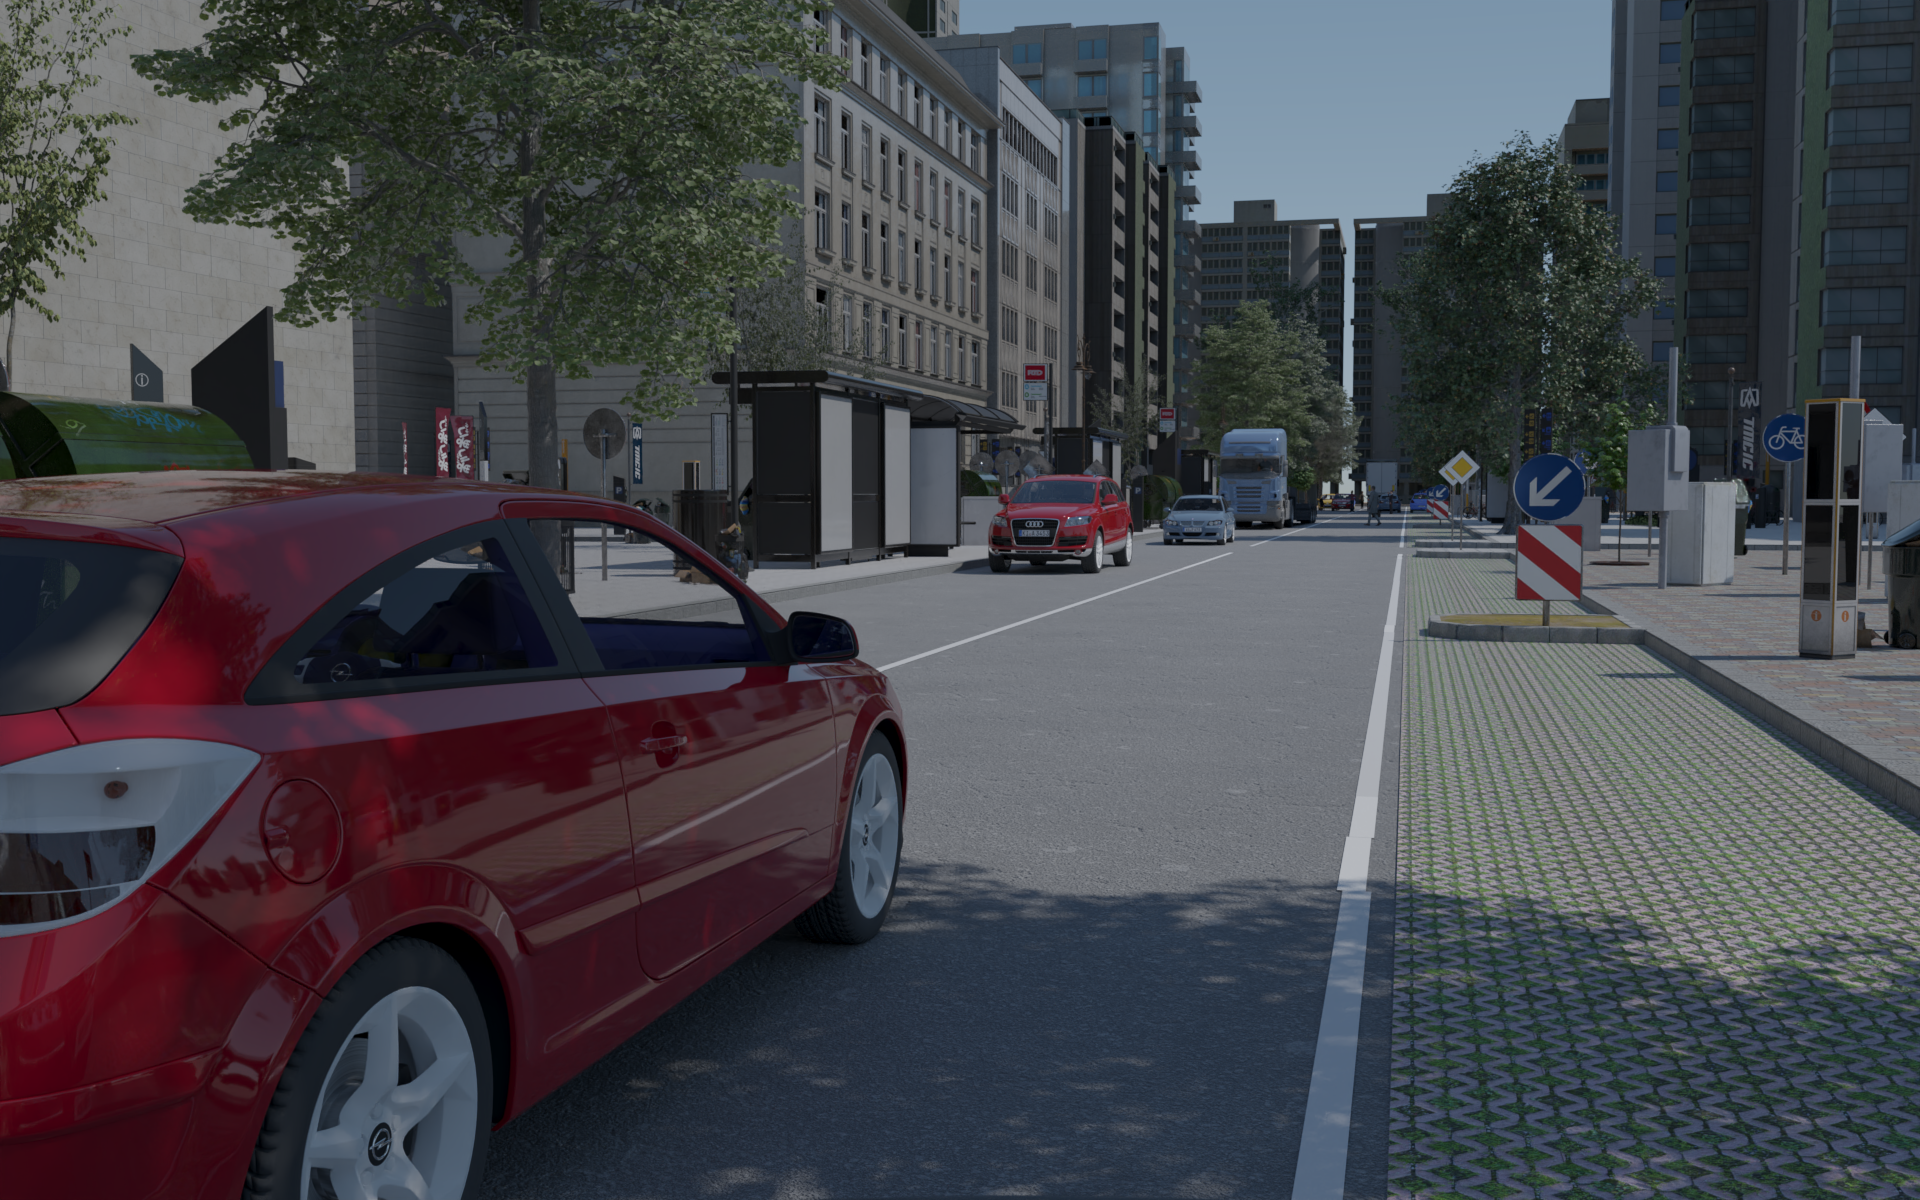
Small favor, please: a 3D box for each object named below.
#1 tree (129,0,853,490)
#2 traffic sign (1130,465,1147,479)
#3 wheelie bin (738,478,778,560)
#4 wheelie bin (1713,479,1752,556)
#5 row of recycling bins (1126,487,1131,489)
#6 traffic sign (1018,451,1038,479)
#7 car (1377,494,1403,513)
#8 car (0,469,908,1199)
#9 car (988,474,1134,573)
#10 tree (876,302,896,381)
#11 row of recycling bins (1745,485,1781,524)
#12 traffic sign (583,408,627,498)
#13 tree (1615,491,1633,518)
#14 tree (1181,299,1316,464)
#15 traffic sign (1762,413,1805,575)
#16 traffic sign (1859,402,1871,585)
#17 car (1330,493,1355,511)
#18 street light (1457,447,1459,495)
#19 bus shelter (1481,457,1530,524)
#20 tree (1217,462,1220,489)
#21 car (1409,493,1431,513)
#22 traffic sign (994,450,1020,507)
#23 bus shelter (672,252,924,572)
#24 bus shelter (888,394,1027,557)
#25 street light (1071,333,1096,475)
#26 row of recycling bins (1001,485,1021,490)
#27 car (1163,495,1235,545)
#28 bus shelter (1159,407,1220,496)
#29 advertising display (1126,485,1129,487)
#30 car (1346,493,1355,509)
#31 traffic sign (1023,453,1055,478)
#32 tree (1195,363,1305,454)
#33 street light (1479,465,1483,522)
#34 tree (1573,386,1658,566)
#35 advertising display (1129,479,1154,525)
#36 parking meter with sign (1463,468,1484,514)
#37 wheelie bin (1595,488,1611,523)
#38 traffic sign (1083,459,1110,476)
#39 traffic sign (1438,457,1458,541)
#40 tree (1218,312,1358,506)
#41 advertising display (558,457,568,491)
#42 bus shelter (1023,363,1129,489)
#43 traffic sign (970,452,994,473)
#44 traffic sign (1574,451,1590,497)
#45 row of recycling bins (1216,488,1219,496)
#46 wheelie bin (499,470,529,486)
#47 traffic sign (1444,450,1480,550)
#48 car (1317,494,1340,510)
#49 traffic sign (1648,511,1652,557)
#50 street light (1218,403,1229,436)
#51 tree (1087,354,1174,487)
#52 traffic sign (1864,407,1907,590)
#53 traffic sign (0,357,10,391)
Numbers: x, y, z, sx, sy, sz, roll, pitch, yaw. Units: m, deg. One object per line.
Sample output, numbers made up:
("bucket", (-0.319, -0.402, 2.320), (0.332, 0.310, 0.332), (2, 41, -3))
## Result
("tree", (-4.892, -6.179, 19.162), (7.486, 12.596, 7.792), (0, 3, 0))
("traffic sign", (7.828, -4.641, 75.981), (0.768, 2.556, 0.104), (1, 4, 16))
("wheelie bin", (-3.920, -1.579, 33.722), (0.693, 1.594, 0.980), (1, 4, 16))
("wheelie bin", (16.035, -1.735, 36.279), (0.980, 1.594, 0.693), (0, 4, -7))
("row of recycling bins", (9.712, -5.589, 98.498), (1.069, 1.692, 3.534), (3, 4, 38))
("traffic sign", (2.034, -3.104, 50.850), (0.768, 2.556, 0.104), (1, 4, 19))
("car", (33.029, -7.415, 133.240), (2.014, 1.417, 4.499), (1, 4, 15))
("car", (-1.437, 0.278, 4.496), (2.155, 1.783, 4.494), (1, 4, 14))
("car", (2.000, -1.495, 33.113), (2.281, 1.827, 5.304), (1, 4, 15))
("tree", (-4.268, -6.286, 53.143), (4.360, 8.622, 3.978), (0, 3, 0))
("row of recycling bins", (33.912, -4.176, 75.390), (3.534, 1.692, 1.069), (0, 4, -7))
("traffic sign", (-5.264, -1.558, 25.586), (0.768, 2.556, 0.104), (2, 4, 24))
("tree", (36.220, -6.711, 93.432), (4.285, 4.588, 4.351), (0, 3, 0))
("tree", (16.797, -11.173, 100.804), (7.486, 12.596, 7.792), (0, 3, 0))
("traffic sign", (13.117, -1.673, 27.461), (0.768, 2.556, 0.104), (1, 4, 20))
("traffic sign", (12.649, -1.487, 24.318), (0.884, 2.594, 0.081), (1, 4, 23))
("car", (32.321, -8.396, 146.314), (2.155, 1.783, 4.494), (1, 4, 14))
("street light", (34.080, -8.913, 118.510), (0.468, 5.910, 1.993), (1, 4, 14))
("bus shelter", (23.087, -4.835, 72.979), (2.014, 3.302, 5.546), (1, 4, 14))
("tree", (14.302, -5.978, 92.344), (1.663, 3.219, 1.824), (0, 3, 0))
("car", (35.004, -7.445, 131.319), (1.945, 1.707, 3.694), (1, 4, 15))
("traffic sign", (1.346, -3.059, 50.125), (0.768, 2.556, 0.104), (1, 4, 20))
("bus shelter", (-2.871, -3.257, 30.880), (2.179, 5.291, 8.768), (1, 4, 14))
("bus shelter", (-0.130, -2.684, 37.815), (2.014, 3.302, 5.546), (1, 4, 15))
("street light", (3.560, -4.721, 49.981), (0.468, 5.910, 1.993), (1, 4, 14))
("row of recycling bins", (2.515, -4.210, 75.949), (1.069, 1.692, 3.534), (-1, 4, -20))
("car", (6.945, -2.327, 50.054), (2.014, 1.417, 4.499), (1, 4, 14))
("bus shelter", (10.971, -6.437, 82.876), (2.179, 5.291, 8.768), (1, 4, 14))
("advertising display", (11.841, -7.274, 124.136), (0.974, 1.923, 0.123), (2, 4, 28))
("car", (36.621, -9.484, 164.651), (1.945, 1.707, 3.694), (1, 4, 16))
("traffic sign", (1.912, -2.345, 41.978), (0.795, 2.450, 0.064), (1, 4, 14))
("tree", (18.618, -10.779, 110.643), (7.601, 10.594, 8.767), (-1, 4, -20))
("street light", (24.273, -6.589, 80.522), (0.468, 5.910, 1.993), (1, 4, 14))
("tree", (11.876, -2.251, 31.409), (1.663, 3.219, 1.824), (0, 3, 0))
("advertising display", (7.642, -4.099, 72.226), (0.974, 1.923, 0.123), (0, 4, -8))
("parking meter with sign", (33.399, -7.181, 113.676), (1.738, 3.016, 0.543), (0, 4, -6))
("wheelie bin", (28.016, -4.154, 75.818), (0.693, 1.594, 0.980), (-3, 5, -40))
("traffic sign", (3.913, -2.818, 49.709), (0.795, 2.450, 0.064), (1, 4, 14))
("traffic sign", (13.439, -2.666, 47.232), (0.795, 2.450, 0.064), (1, 4, 14))
("tree", (22.032, -13.216, 122.743), (9.857, 13.997, 8.962), (0, 3, 0))
("advertising display", (-7.185, -1.552, 30.586), (0.123, 1.923, 0.974), (-3, 4, -37))
("bus shelter", (3.652, -4.771, 55.639), (2.179, 5.291, 8.768), (1, 4, 14))
("traffic sign", (0.641, -3.222, 52.779), (0.768, 2.556, 0.104), (1, 4, 15))
("traffic sign", (17.039, -2.865, 46.954), (0.768, 2.556, 0.104), (1, 4, 22))
("row of recycling bins", (16.830, -6.038, 105.837), (1.069, 1.692, 3.534), (-2, 4, -30))
("wheelie bin", (-5.774, -0.904, 22.690), (0.980, 1.594, 0.693), (3, 5, 43))
("traffic sign", (11.438, -2.193, 39.501), (0.795, 2.450, 0.064), (1, 4, 14))
("car", (32.505, -8.702, 152.503), (2.015, 1.641, 3.980), (1, 4, 16))
("traffic sign", (14.085, -2.160, 35.313), (0.884, 2.594, 0.081), (1, 4, 22))
("street light", (13.356, -7.044, 87.961), (0.468, 5.910, 1.993), (1, 4, 14))
("tree", (8.929, -8.566, 90.424), (4.360, 8.622, 3.978), (0, 3, 0))
("traffic sign", (12.186, -1.344, 23.152), (0.795, 2.450, 0.064), (1, 4, 17))
("traffic sign", (-8.245, -0.879, 14.478), (0.768, 2.556, 0.104), (1, 4, 20))
